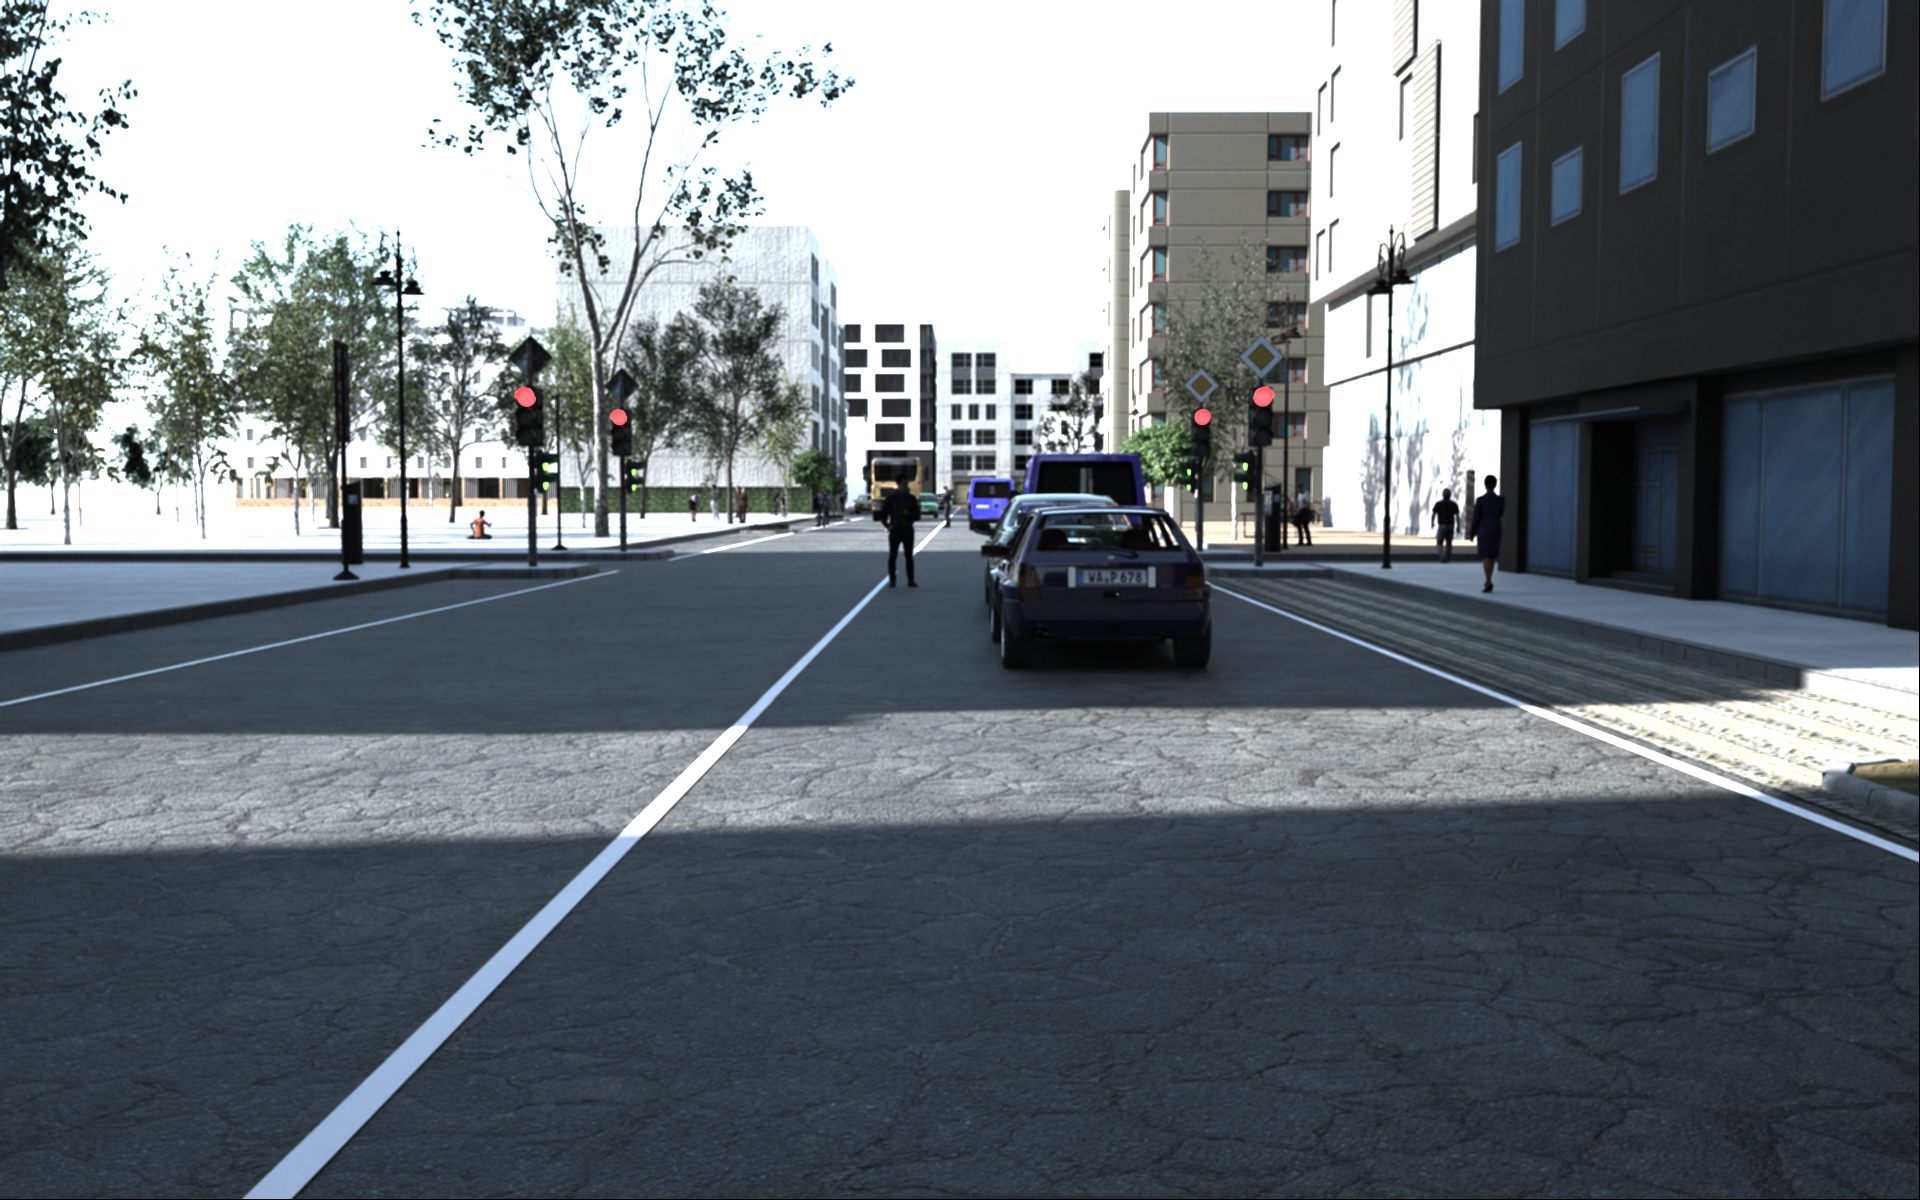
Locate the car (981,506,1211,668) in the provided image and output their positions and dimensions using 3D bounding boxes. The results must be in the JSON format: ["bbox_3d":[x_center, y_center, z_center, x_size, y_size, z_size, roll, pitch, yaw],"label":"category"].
[{"bbox_3d":[1.177,-0.187,15.638,1.945,1.354,3.894,0,4,-1],"label":"car"}]

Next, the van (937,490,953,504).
[{"bbox_3d":[-1.729,-10.612,180.513,2.013,2.044,4.112,0,4,-1],"label":"van"}]

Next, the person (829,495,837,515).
[{"bbox_3d":[-7.340,-5.524,98.944,0.598,1.807,0.434,1,4,10],"label":"person"}]

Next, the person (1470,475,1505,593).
[{"bbox_3d":[6.870,-0.872,22.668,0.453,1.535,0.546,-1,4,-18],"label":"person"}]

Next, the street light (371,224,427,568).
[{"bbox_3d":[-9.666,-3.497,29.971,0.468,5.910,1.993,0,4,0],"label":"street light"}]

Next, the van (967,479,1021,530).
[{"bbox_3d":[1.363,-4.041,70.451,2.240,2.365,5.245,0,4,2],"label":"van"}]

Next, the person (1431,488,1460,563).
[{"bbox_3d":[9.529,-1.437,34.211,0.569,1.553,0.471,3,5,40],"label":"person"}]

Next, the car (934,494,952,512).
[{"bbox_3d":[-1.669,-8.089,142.041,2.009,1.686,4.222,0,4,1],"label":"car"}]

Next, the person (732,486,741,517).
[{"bbox_3d":[-12.222,-5.387,94.938,0.431,1.722,0.655,1,4,18],"label":"person"}]

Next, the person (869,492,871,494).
[{"bbox_3d":[-9.175,-10.779,182.269,1.348,1.826,0.705,-1,4,-11],"label":"person"}]

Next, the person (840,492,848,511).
[{"bbox_3d":[-8.623,-7.309,128.784,0.697,1.427,0.421,-3,5,-42],"label":"person"}]

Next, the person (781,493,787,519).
[{"bbox_3d":[-8.885,-4.749,87.600,0.340,1.345,0.435,0,4,0],"label":"person"}]

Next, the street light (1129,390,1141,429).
[{"bbox_3d":[7.749,-6.372,76.969,0.468,5.910,1.993,0,4,0],"label":"street light"}]

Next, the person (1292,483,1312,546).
[{"bbox_3d":[8.472,-2.109,42.744,0.590,1.554,0.614,-1,4,-13],"label":"person"}]

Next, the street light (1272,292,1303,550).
[{"bbox_3d":[7.505,-4.101,39.836,0.468,5.910,1.993,0,4,0],"label":"street light"}]

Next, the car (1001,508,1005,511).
[{"bbox_3d":[2.301,-2.516,53.506,2.083,1.381,4.827,0,4,1],"label":"car"}]

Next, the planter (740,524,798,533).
[{"bbox_3d":[-7.037,-2.630,64.137,1.991,0.319,1.994,0,4,0],"label":"planter"}]

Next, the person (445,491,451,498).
[{"bbox_3d":[-58.147,-11.470,196.770,1.217,1.736,0.721,1,4,11],"label":"person"}]

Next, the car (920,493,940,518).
[{"bbox_3d":[-2.203,-5.834,104.186,1.959,1.807,4.718,0,4,-1],"label":"car"}]

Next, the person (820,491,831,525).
[{"bbox_3d":[-6.157,-4.213,79.600,0.429,1.552,0.499,2,4,35],"label":"person"}]

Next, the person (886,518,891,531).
[{"bbox_3d":[-2.651,-2.883,66.109,0.357,0.543,0.381,1,4,14],"label":"person"}]

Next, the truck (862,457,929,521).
[{"bbox_3d":[-3.407,-5.989,93.839,3.469,3.379,9.791,0,4,-1],"label":"truck"}]

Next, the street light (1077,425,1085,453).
[{"bbox_3d":[7.904,-8.597,113.345,0.468,5.910,1.993,0,4,0],"label":"street light"}]

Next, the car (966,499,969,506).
[{"bbox_3d":[1.535,-8.829,154.575,2.015,1.641,3.980,0,4,0],"label":"car"}]

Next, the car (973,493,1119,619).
[{"bbox_3d":[1.232,-0.578,21.257,2.131,1.459,4.920,0,3,0],"label":"car"}]

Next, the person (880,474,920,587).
[{"bbox_3d":[-0.899,-1.068,26.675,0.576,1.737,0.504,-1,4,-21],"label":"person"}]

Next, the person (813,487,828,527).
[{"bbox_3d":[-6.001,-3.983,74.439,0.655,1.722,0.431,2,4,25],"label":"person"}]

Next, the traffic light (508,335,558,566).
[{"bbox_3d":[-7.581,-2.555,30.691,0.839,4.253,0.868,0,4,0],"label":"traffic light"}]

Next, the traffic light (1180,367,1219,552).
[{"bbox_3d":[5.340,-3.038,38.595,0.839,4.253,0.868,0,4,0],"label":"traffic light"}]

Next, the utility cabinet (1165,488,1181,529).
[{"bbox_3d":[7.326,-3.110,59.527,0.318,1.500,1.173,0,4,-5],"label":"utility cabinet"}]

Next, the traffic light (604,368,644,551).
[{"bbox_3d":[-7.521,-3.043,38.676,0.839,4.253,0.868,0,4,0],"label":"traffic light"}]

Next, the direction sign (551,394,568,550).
[{"bbox_3d":[-9.168,-2.908,39.548,0.379,3.537,0.876,-1,4,-16],"label":"direction sign"}]

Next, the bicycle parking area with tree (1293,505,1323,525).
[{"bbox_3d":[18.524,-5.303,73.713,8.231,4.147,9.016,2,4,35],"label":"bicycle parking area with tree"}]

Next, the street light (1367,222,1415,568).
[{"bbox_3d":[7.378,-3.486,29.781,0.468,5.910,1.993,0,4,0],"label":"street light"}]

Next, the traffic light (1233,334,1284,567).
[{"bbox_3d":[5.280,-2.550,30.610,0.839,4.253,0.868,0,4,0],"label":"traffic light"}]

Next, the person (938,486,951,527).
[{"bbox_3d":[-0.659,-3.999,74.336,0.568,1.767,0.683,0,4,-4],"label":"person"}]

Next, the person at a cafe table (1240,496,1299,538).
[{"bbox_3d":[9.135,-2.460,51.078,1.726,1.238,1.698,1,4,9],"label":"person at a cafe table"}]

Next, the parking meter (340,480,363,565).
[{"bbox_3d":[-11.109,-1.420,31.622,0.372,1.533,0.369,0,3,0],"label":"parking meter"}]

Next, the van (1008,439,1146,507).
[{"bbox_3d":[1.921,-1.459,28.235,2.240,2.365,5.245,0,4,1],"label":"van"}]

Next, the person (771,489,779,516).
[{"bbox_3d":[-11.027,-5.801,103.103,0.471,1.553,0.569,-1,4,-9],"label":"person"}]

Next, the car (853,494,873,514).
[{"bbox_3d":[-6.745,-7.111,126.486,2.015,1.641,3.980,0,4,1],"label":"car"}]

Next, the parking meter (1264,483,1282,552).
[{"bbox_3d":[6.894,-1.821,38.180,0.372,1.533,0.369,0,3,0],"label":"parking meter"}]

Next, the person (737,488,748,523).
[{"bbox_3d":[-9.486,-4.118,75.639,0.482,1.546,0.388,2,4,34],"label":"person"}]

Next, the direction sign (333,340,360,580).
[{"bbox_3d":[-9.219,-2.074,25.909,0.379,3.537,0.876,-1,4,-8],"label":"direction sign"}]

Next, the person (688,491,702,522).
[{"bbox_3d":[-12.231,-4.334,80.132,0.697,1.427,0.421,2,4,30],"label":"person"}]

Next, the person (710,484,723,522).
[{"bbox_3d":[-11.173,-4.416,78.961,0.376,1.734,0.841,2,4,32],"label":"person"}]

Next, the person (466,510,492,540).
[{"bbox_3d":[-13.514,-2.121,49.016,0.859,0.850,0.655,2,4,27],"label":"person"}]
